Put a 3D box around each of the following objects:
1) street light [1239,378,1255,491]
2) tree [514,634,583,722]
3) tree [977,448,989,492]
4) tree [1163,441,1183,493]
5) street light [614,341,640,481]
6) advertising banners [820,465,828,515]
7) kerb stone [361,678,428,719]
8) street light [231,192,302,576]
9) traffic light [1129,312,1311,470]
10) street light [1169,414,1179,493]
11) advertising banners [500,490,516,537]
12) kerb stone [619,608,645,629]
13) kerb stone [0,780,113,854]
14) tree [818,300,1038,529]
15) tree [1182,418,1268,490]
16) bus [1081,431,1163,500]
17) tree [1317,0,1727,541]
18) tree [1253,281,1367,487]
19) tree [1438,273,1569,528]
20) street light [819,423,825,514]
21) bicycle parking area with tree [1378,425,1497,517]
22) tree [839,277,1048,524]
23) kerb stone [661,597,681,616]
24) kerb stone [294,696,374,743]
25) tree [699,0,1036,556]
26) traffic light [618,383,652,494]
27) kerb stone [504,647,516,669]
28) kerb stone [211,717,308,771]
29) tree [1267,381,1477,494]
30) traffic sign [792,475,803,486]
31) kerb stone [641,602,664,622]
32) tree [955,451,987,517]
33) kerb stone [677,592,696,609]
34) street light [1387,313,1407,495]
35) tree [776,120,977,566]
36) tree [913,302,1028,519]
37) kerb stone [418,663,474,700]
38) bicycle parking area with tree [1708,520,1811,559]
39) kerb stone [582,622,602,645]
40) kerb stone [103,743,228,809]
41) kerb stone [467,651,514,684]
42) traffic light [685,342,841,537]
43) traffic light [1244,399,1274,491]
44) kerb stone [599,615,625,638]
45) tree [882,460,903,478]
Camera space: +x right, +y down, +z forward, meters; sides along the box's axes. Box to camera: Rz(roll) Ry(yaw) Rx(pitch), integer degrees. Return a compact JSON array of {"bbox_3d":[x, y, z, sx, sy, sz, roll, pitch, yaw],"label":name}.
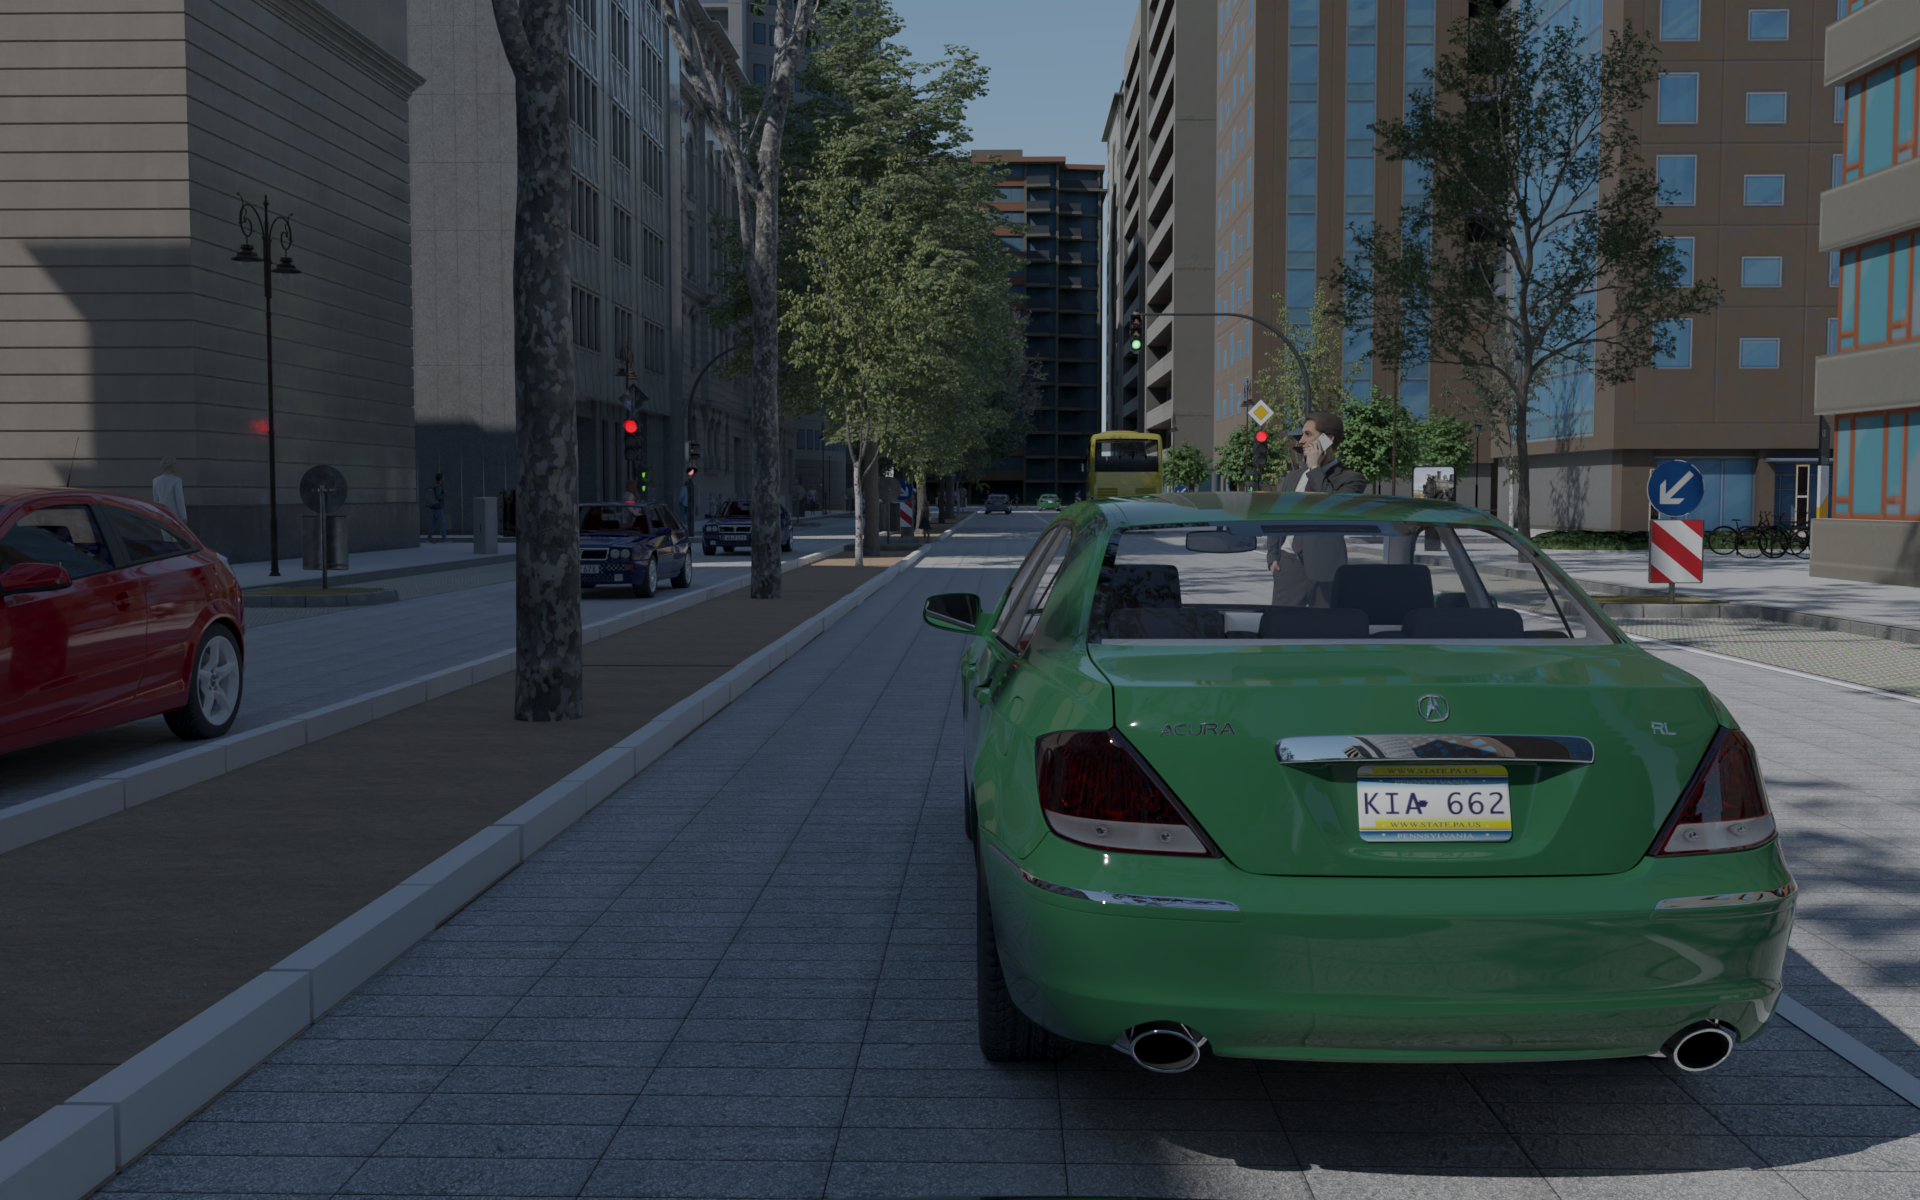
[{"bbox_3d":[11.462,-5.895,69.177,0.468,5.910,1.993,0,4,1],"label":"street light"},{"bbox_3d":[-3.806,-9.354,11.290,12.611,20.169,13.585,0,3,0],"label":"tree"},{"bbox_3d":[-0.057,-8.460,91.134,4.737,8.622,4.395,0,3,0],"label":"tree"},{"bbox_3d":[12.993,-7.150,100.615,4.285,4.588,4.351,0,3,0],"label":"tree"},{"bbox_3d":[-10.060,-4.873,52.467,0.468,5.910,1.993,0,4,1],"label":"street light"},{"bbox_3d":[-8.326,-6.703,105.781,0.090,3.025,2.074,0,4,7],"label":"advertising banners"},{"bbox_3d":[-3.746,0.660,11.405,0.120,0.150,1.000,0,4,1],"label":"kerb stone"},{"bbox_3d":[-10.724,-3.312,26.931,0.468,5.910,1.993,0,4,1],"label":"street light"},{"bbox_3d":[6.608,-4.205,43.423,4.771,5.953,1.251,0,4,1],"label":"traffic light"},{"bbox_3d":[12.050,-7.638,97.674,0.468,5.910,1.993,0,4,1],"label":"street light"},{"bbox_3d":[-12.732,-3.367,51.245,2.074,3.025,0.090,1,4,21],"label":"advertising banners"},{"bbox_3d":[-3.566,0.221,18.583,0.120,0.150,1.000,0,4,1],"label":"kerb stone"},{"bbox_3d":[-3.840,0.915,7.303,0.120,0.150,1.000,0,4,1],"label":"kerb stone"},{"bbox_3d":[-1.610,-9.215,70.136,9.611,12.733,9.660,0,3,0],"label":"tree"},{"bbox_3d":[12.340,-5.455,72.901,4.285,4.588,4.351,0,3,0],"label":"tree"},{"bbox_3d":[6.165,-4.584,66.501,2.896,3.916,12.252,0,4,3],"label":"bus"},{"bbox_3d":[10.194,-5.966,31.964,7.601,10.594,8.767,0,4,2],"label":"tree"},{"bbox_3d":[12.066,-6.747,60.671,4.737,8.622,4.395,0,3,0],"label":"tree"},{"bbox_3d":[17.971,-6.519,56.949,4.360,8.622,3.978,0,3,0],"label":"tree"},{"bbox_3d":[-8.688,-8.393,110.006,0.468,5.910,1.993,0,4,1],"label":"street light"},{"bbox_3d":[20.035,-5.310,73.818,9.016,4.147,8.231,-1,4,-22],"label":"bicycle parking area with tree"},{"bbox_3d":[-0.852,-10.380,82.544,12.009,13.543,11.850,0,3,0],"label":"tree"},{"bbox_3d":[-3.512,0.096,20.650,0.120,0.150,1.000,0,4,1],"label":"kerb stone"},{"bbox_3d":[-3.768,0.723,10.382,0.120,0.150,1.000,0,4,1],"label":"kerb stone"},{"bbox_3d":[-2.136,-7.292,39.812,7.486,12.596,7.792,0,3,0],"label":"tree"},{"bbox_3d":[-8.255,-3.364,43.917,0.839,4.253,0.868,0,4,1],"label":"traffic light"},{"bbox_3d":[-3.668,0.472,14.482,0.120,0.150,1.000,0,4,1],"label":"kerb stone"},{"bbox_3d":[-3.800,0.787,9.359,0.120,0.150,1.000,0,4,1],"label":"kerb stone"},{"bbox_3d":[12.052,-4.086,50.514,4.285,4.588,4.351,0,3,0],"label":"tree"},{"bbox_3d":[-8.764,-5.568,93.167,0.606,2.300,0.079,0,4,7],"label":"traffic sign"},{"bbox_3d":[-3.541,0.158,19.613,0.120,0.150,1.000,0,4,1],"label":"kerb stone"},{"bbox_3d":[-0.549,-11.030,108.559,9.928,11.665,9.643,0,3,0],"label":"tree"},{"bbox_3d":[-3.489,0.032,21.679,0.120,0.150,1.000,0,4,1],"label":"kerb stone"},{"bbox_3d":[10.805,-4.298,43.058,0.468,5.910,1.993,0,4,1],"label":"street light"},{"bbox_3d":[-1.958,-4.948,33.726,4.737,8.622,4.395,0,3,0],"label":"tree"},{"bbox_3d":[-0.629,-11.575,98.370,9.857,13.997,8.962,0,3,0],"label":"tree"},{"bbox_3d":[-3.720,0.597,12.435,0.120,0.150,1.000,0,4,1],"label":"kerb stone"},{"bbox_3d":[19.257,-2.780,32.457,9.016,4.147,8.231,1,4,17],"label":"bicycle parking area with tree"},{"bbox_3d":[-3.621,0.347,16.536,0.120,0.150,1.000,0,4,1],"label":"kerb stone"},{"bbox_3d":[-3.818,0.848,8.329,0.120,0.150,1.000,0,4,1],"label":"kerb stone"},{"bbox_3d":[-3.690,0.536,13.457,0.120,0.150,1.000,0,4,1],"label":"kerb stone"},{"bbox_3d":[-5.963,-4.723,51.882,4.771,5.953,1.251,0,4,1],"label":"traffic light"},{"bbox_3d":[8.900,-3.827,51.495,0.839,4.253,0.868,0,4,1],"label":"traffic light"},{"bbox_3d":[-3.588,0.288,17.561,0.120,0.150,1.000,0,4,1],"label":"kerb stone"},{"bbox_3d":[-7.565,-14.714,174.987,8.767,10.594,7.601,0,4,1],"label":"tree"}]
